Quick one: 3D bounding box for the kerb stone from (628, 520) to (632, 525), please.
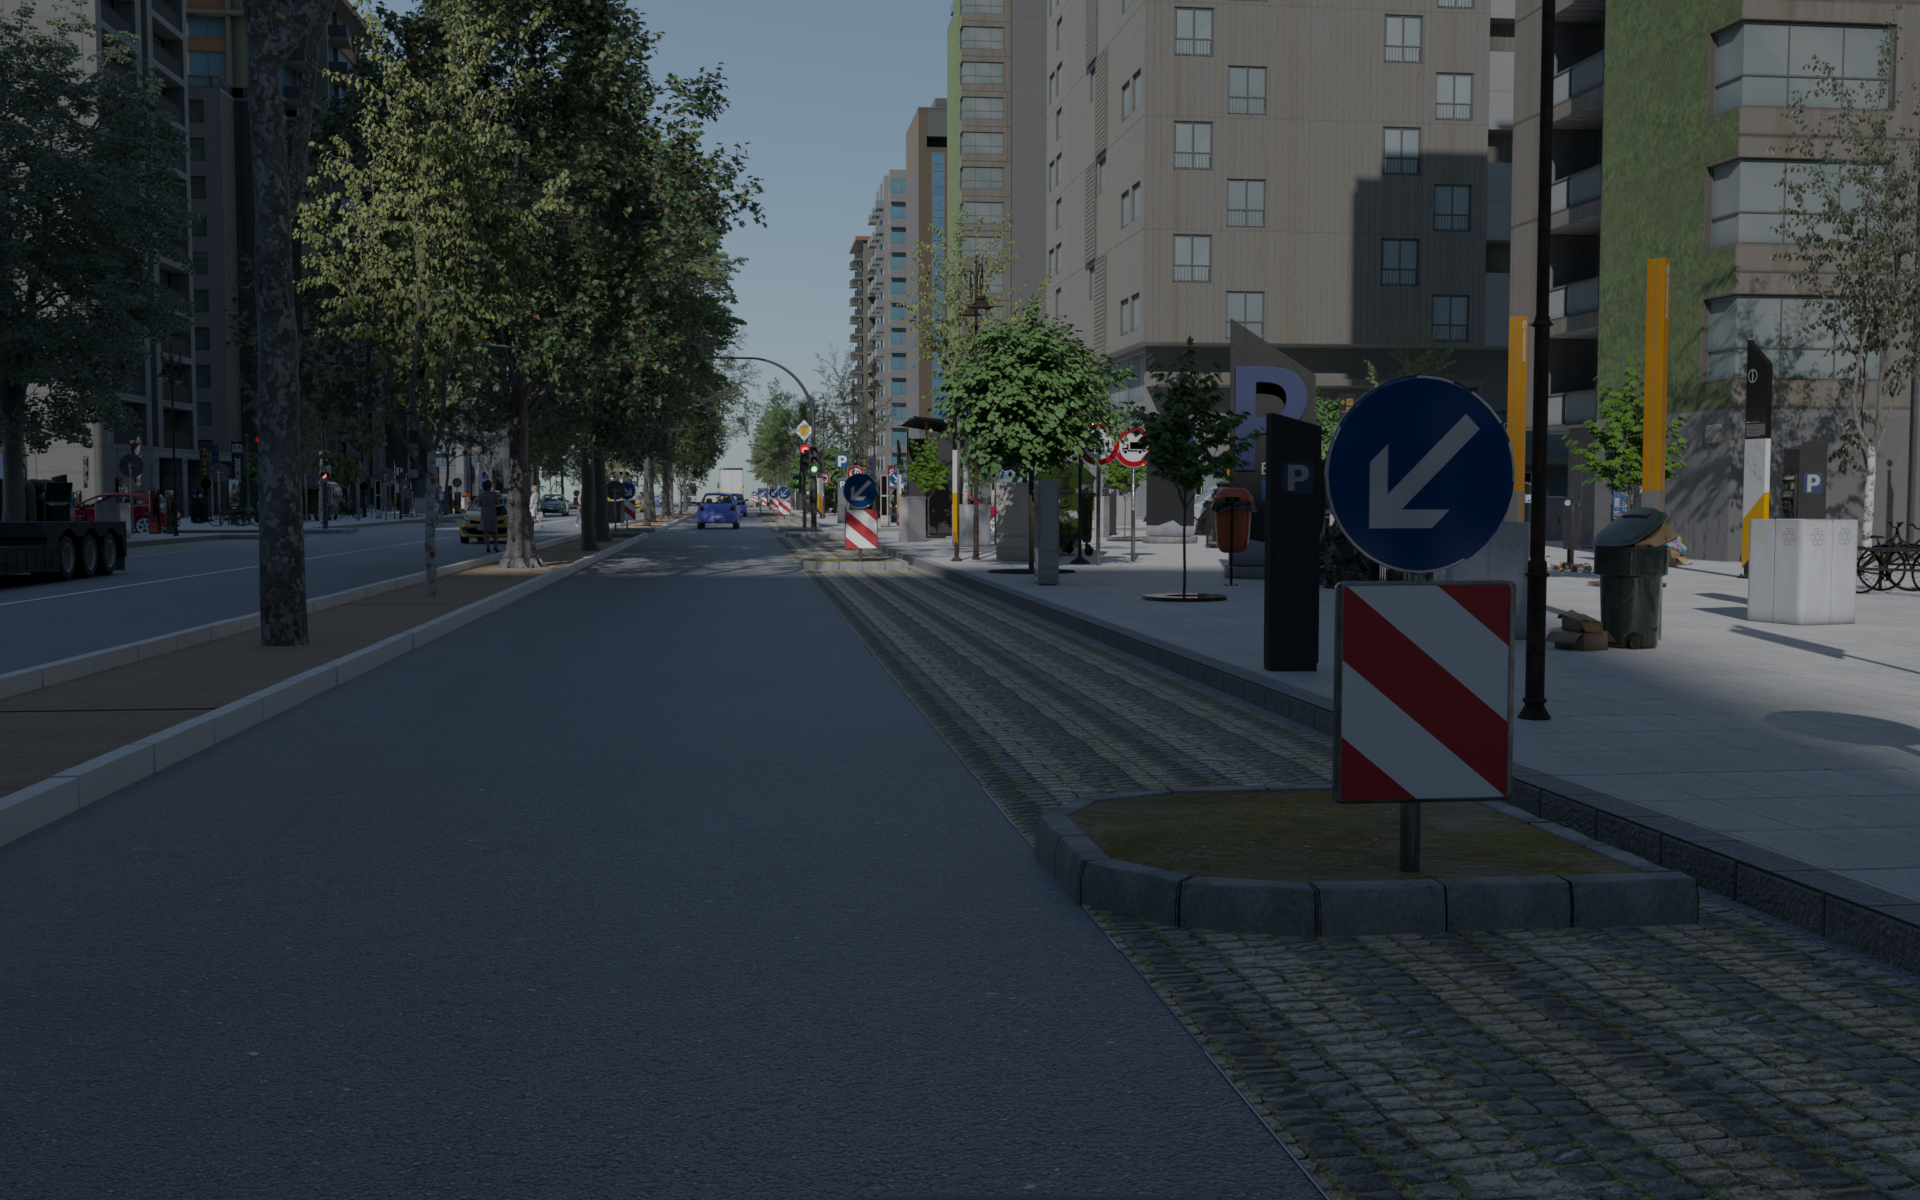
[{"bbox_3d":[-15.500,-3.580,80.830,0.120,0.150,1.000,0,4,-7],"label":"kerb stone"}]

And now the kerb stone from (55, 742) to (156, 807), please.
[{"bbox_3d":[-4.137,0.845,8.387,0.120,0.150,1.000,0,4,-7],"label":"kerb stone"}]

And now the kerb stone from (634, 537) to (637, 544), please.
[{"bbox_3d":[-9.325,-1.644,49.075,0.120,0.150,1.000,0,4,-7],"label":"kerb stone"}]

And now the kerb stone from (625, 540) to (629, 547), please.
[{"bbox_3d":[-8.944,-1.456,46.027,0.120,0.150,1.000,0,4,-7],"label":"kerb stone"}]

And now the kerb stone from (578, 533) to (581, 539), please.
[{"bbox_3d":[-12.192,-2.000,54.922,0.120,0.150,1.000,0,4,-7],"label":"kerb stone"}]

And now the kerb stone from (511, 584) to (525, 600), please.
[{"bbox_3d":[-6.085,-0.087,23.616,0.120,0.150,1.000,0,4,-7],"label":"kerb stone"}]

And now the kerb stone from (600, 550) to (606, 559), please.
[{"bbox_3d":[-7.901,-0.956,37.885,0.120,0.150,1.000,0,4,-7],"label":"kerb stone"}]

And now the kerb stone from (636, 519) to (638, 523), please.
[{"bbox_3d":[-16.019,-3.835,84.892,0.120,0.150,1.000,0,4,-7],"label":"kerb stone"}]

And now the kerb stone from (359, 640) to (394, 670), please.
[{"bbox_3d":[-4.916,0.477,14.481,0.120,0.150,1.000,0,4,-7],"label":"kerb stone"}]

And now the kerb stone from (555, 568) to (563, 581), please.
[{"bbox_3d":[-6.733,-0.398,28.711,0.120,0.150,1.000,0,4,-7],"label":"kerb stone"}]

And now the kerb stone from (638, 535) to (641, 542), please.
[{"bbox_3d":[-9.585,-1.764,51.111,0.120,0.150,1.000,0,4,-7],"label":"kerb stone"}]

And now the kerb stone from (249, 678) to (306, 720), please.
[{"bbox_3d":[-4.525,0.660,11.430,0.120,0.150,1.000,0,4,-7],"label":"kerb stone"}]

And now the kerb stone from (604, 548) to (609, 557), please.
[{"bbox_3d":[-8.033,-1.016,38.899,0.120,0.150,1.000,0,4,-7],"label":"kerb stone"}]

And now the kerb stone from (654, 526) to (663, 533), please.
[{"bbox_3d":[-11.467,-2.668,65.856,0.120,0.150,1.000,0,4,-7],"label":"kerb stone"}]

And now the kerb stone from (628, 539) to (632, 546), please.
[{"bbox_3d":[-9.066,-1.517,47.042,0.120,0.150,1.000,0,4,-7],"label":"kerb stone"}]

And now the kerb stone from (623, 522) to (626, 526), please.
[{"bbox_3d":[-14.979,-3.335,76.762,0.120,0.150,1.000,0,4,-7],"label":"kerb stone"}]

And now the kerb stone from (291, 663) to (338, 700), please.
[{"bbox_3d":[-4.663,0.598,12.443,0.120,0.150,1.000,0,4,-7],"label":"kerb stone"}]

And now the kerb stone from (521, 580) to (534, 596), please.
[{"bbox_3d":[-6.214,-0.149,24.632,0.120,0.150,1.000,0,4,-7],"label":"kerb stone"}]

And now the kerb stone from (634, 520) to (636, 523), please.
[{"bbox_3d":[-15.888,-3.772,83.871,0.120,0.150,1.000,0,4,-7],"label":"kerb stone"}]

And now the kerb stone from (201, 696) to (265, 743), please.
[{"bbox_3d":[-4.394,0.724,10.416,0.120,0.150,1.000,0,4,-7],"label":"kerb stone"}]

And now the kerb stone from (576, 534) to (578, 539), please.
[{"bbox_3d":[-12.066,-1.940,53.907,0.120,0.150,1.000,0,4,-7],"label":"kerb stone"}]

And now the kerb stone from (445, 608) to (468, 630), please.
[{"bbox_3d":[-5.431,0.224,18.540,0.120,0.150,1.000,0,4,-7],"label":"kerb stone"}]

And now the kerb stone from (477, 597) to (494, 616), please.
[{"bbox_3d":[-5.695,0.099,20.573,0.120,0.150,1.000,0,4,-7],"label":"kerb stone"}]

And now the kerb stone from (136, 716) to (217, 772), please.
[{"bbox_3d":[-4.264,0.782,9.402,0.120,0.150,1.000,0,4,-7],"label":"kerb stone"}]

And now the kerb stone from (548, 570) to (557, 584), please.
[{"bbox_3d":[-6.606,-0.336,27.693,0.120,0.150,1.000,0,4,-7],"label":"kerb stone"}]

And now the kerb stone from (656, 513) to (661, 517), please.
[{"bbox_3d":[-19.656,-5.579,113.415,0.120,0.150,1.000,0,4,-7],"label":"kerb stone"}]

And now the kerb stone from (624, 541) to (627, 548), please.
[{"bbox_3d":[-8.813,-1.393,45.010,0.120,0.150,1.000,0,4,-7],"label":"kerb stone"}]

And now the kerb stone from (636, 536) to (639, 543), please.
[{"bbox_3d":[-9.458,-1.706,50.096,0.120,0.150,1.000,0,4,-7],"label":"kerb stone"}]

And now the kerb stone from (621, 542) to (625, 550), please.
[{"bbox_3d":[-8.672,-1.333,43.991,0.120,0.150,1.000,0,4,-7],"label":"kerb stone"}]

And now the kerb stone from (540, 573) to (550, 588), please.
[{"bbox_3d":[-6.474,-0.274,26.680,0.120,0.150,1.000,0,4,-7],"label":"kerb stone"}]

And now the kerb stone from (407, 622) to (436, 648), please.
[{"bbox_3d":[-5.170,0.349,16.512,0.120,0.150,1.000,0,4,-7],"label":"kerb stone"}]

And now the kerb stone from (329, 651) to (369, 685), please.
[{"bbox_3d":[-4.782,0.534,13.465,0.120,0.150,1.000,0,4,-7],"label":"kerb stone"}]

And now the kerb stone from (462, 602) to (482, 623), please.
[{"bbox_3d":[-5.567,0.162,19.559,0.120,0.150,1.000,0,4,-7],"label":"kerb stone"}]

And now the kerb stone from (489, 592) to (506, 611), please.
[{"bbox_3d":[-5.819,0.037,21.587,0.120,0.150,1.000,0,4,-7],"label":"kerb stone"}]

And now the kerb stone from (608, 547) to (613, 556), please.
[{"bbox_3d":[-8.162,-1.082,39.913,0.120,0.150,1.000,0,4,-7],"label":"kerb stone"}]

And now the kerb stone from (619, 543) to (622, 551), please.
[{"bbox_3d":[-8.554,-1.270,42.975,0.120,0.150,1.000,0,4,-7],"label":"kerb stone"}]

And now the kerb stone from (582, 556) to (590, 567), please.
[{"bbox_3d":[-7.381,-0.709,33.802,0.120,0.150,1.000,0,4,-7],"label":"kerb stone"}]

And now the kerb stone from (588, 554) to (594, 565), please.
[{"bbox_3d":[-7.517,-0.772,34.821,0.120,0.150,1.000,0,4,-7],"label":"kerb stone"}]

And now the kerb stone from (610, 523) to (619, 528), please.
[{"bbox_3d":[-14.334,-3.022,71.688,0.120,0.150,1.000,0,4,-7],"label":"kerb stone"}]

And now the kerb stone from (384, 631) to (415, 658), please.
[{"bbox_3d":[-5.056,0.415,15.494,0.120,0.150,1.000,0,4,-7],"label":"kerb stone"}]

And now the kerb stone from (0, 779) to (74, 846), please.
[{"bbox_3d":[-4.005,0.912,7.373,0.120,0.150,1.000,0,4,-7],"label":"kerb stone"}]

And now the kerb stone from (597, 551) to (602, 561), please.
[{"bbox_3d":[-7.782,-0.897,36.853,0.120,0.150,1.000,0,4,-7],"label":"kerb stone"}]

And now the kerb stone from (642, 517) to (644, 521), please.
[{"bbox_3d":[-16.661,-4.146,89.986,0.120,0.150,1.000,0,4,-7],"label":"kerb stone"}]

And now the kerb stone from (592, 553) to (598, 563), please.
[{"bbox_3d":[-7.642,-0.830,35.841,0.120,0.150,1.000,0,4,-7],"label":"kerb stone"}]

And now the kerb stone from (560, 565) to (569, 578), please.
[{"bbox_3d":[-6.862,-0.457,29.732,0.120,0.150,1.000,0,4,-7],"label":"kerb stone"}]

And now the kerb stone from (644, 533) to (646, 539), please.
[{"bbox_3d":[-9.978,-1.956,54.175,0.120,0.150,1.000,0,4,-7],"label":"kerb stone"}]

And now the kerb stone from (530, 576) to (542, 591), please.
[{"bbox_3d":[-6.347,-0.212,25.654,0.120,0.150,1.000,0,4,-7],"label":"kerb stone"}]

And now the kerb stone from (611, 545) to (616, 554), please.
[{"bbox_3d":[-8.295,-1.146,40.939,0.120,0.150,1.000,0,4,-7],"label":"kerb stone"}]

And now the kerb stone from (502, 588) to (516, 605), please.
[{"bbox_3d":[-5.956,-0.022,22.601,0.120,0.150,1.000,0,4,-7],"label":"kerb stone"}]

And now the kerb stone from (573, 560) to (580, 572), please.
[{"bbox_3d":[-7.124,-0.585,31.765,0.120,0.150,1.000,0,4,-7],"label":"kerb stone"}]

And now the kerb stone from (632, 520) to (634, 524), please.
[{"bbox_3d":[-15.629,-3.648,81.844,0.120,0.150,1.000,0,4,-7],"label":"kerb stone"}]

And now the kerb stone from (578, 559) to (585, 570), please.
[{"bbox_3d":[-7.252,-0.643,32.788,0.120,0.150,1.000,0,4,-7],"label":"kerb stone"}]

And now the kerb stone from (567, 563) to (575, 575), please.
[{"bbox_3d":[-6.992,-0.523,30.752,0.120,0.150,1.000,0,4,-7],"label":"kerb stone"}]

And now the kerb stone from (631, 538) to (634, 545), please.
[{"bbox_3d":[-9.207,-1.582,48.060,0.120,0.150,1.000,0,4,-7],"label":"kerb stone"}]

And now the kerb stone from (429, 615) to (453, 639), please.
[{"bbox_3d":[-5.297,0.286,17.526,0.120,0.150,1.000,0,4,-7],"label":"kerb stone"}]

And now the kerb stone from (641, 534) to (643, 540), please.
[{"bbox_3d":[-9.712,-1.827,52.125,0.120,0.150,1.000,0,4,-7],"label":"kerb stone"}]

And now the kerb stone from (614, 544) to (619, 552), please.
[{"bbox_3d":[-8.431,-1.209,41.958,0.120,0.150,1.000,0,4,-7],"label":"kerb stone"}]
